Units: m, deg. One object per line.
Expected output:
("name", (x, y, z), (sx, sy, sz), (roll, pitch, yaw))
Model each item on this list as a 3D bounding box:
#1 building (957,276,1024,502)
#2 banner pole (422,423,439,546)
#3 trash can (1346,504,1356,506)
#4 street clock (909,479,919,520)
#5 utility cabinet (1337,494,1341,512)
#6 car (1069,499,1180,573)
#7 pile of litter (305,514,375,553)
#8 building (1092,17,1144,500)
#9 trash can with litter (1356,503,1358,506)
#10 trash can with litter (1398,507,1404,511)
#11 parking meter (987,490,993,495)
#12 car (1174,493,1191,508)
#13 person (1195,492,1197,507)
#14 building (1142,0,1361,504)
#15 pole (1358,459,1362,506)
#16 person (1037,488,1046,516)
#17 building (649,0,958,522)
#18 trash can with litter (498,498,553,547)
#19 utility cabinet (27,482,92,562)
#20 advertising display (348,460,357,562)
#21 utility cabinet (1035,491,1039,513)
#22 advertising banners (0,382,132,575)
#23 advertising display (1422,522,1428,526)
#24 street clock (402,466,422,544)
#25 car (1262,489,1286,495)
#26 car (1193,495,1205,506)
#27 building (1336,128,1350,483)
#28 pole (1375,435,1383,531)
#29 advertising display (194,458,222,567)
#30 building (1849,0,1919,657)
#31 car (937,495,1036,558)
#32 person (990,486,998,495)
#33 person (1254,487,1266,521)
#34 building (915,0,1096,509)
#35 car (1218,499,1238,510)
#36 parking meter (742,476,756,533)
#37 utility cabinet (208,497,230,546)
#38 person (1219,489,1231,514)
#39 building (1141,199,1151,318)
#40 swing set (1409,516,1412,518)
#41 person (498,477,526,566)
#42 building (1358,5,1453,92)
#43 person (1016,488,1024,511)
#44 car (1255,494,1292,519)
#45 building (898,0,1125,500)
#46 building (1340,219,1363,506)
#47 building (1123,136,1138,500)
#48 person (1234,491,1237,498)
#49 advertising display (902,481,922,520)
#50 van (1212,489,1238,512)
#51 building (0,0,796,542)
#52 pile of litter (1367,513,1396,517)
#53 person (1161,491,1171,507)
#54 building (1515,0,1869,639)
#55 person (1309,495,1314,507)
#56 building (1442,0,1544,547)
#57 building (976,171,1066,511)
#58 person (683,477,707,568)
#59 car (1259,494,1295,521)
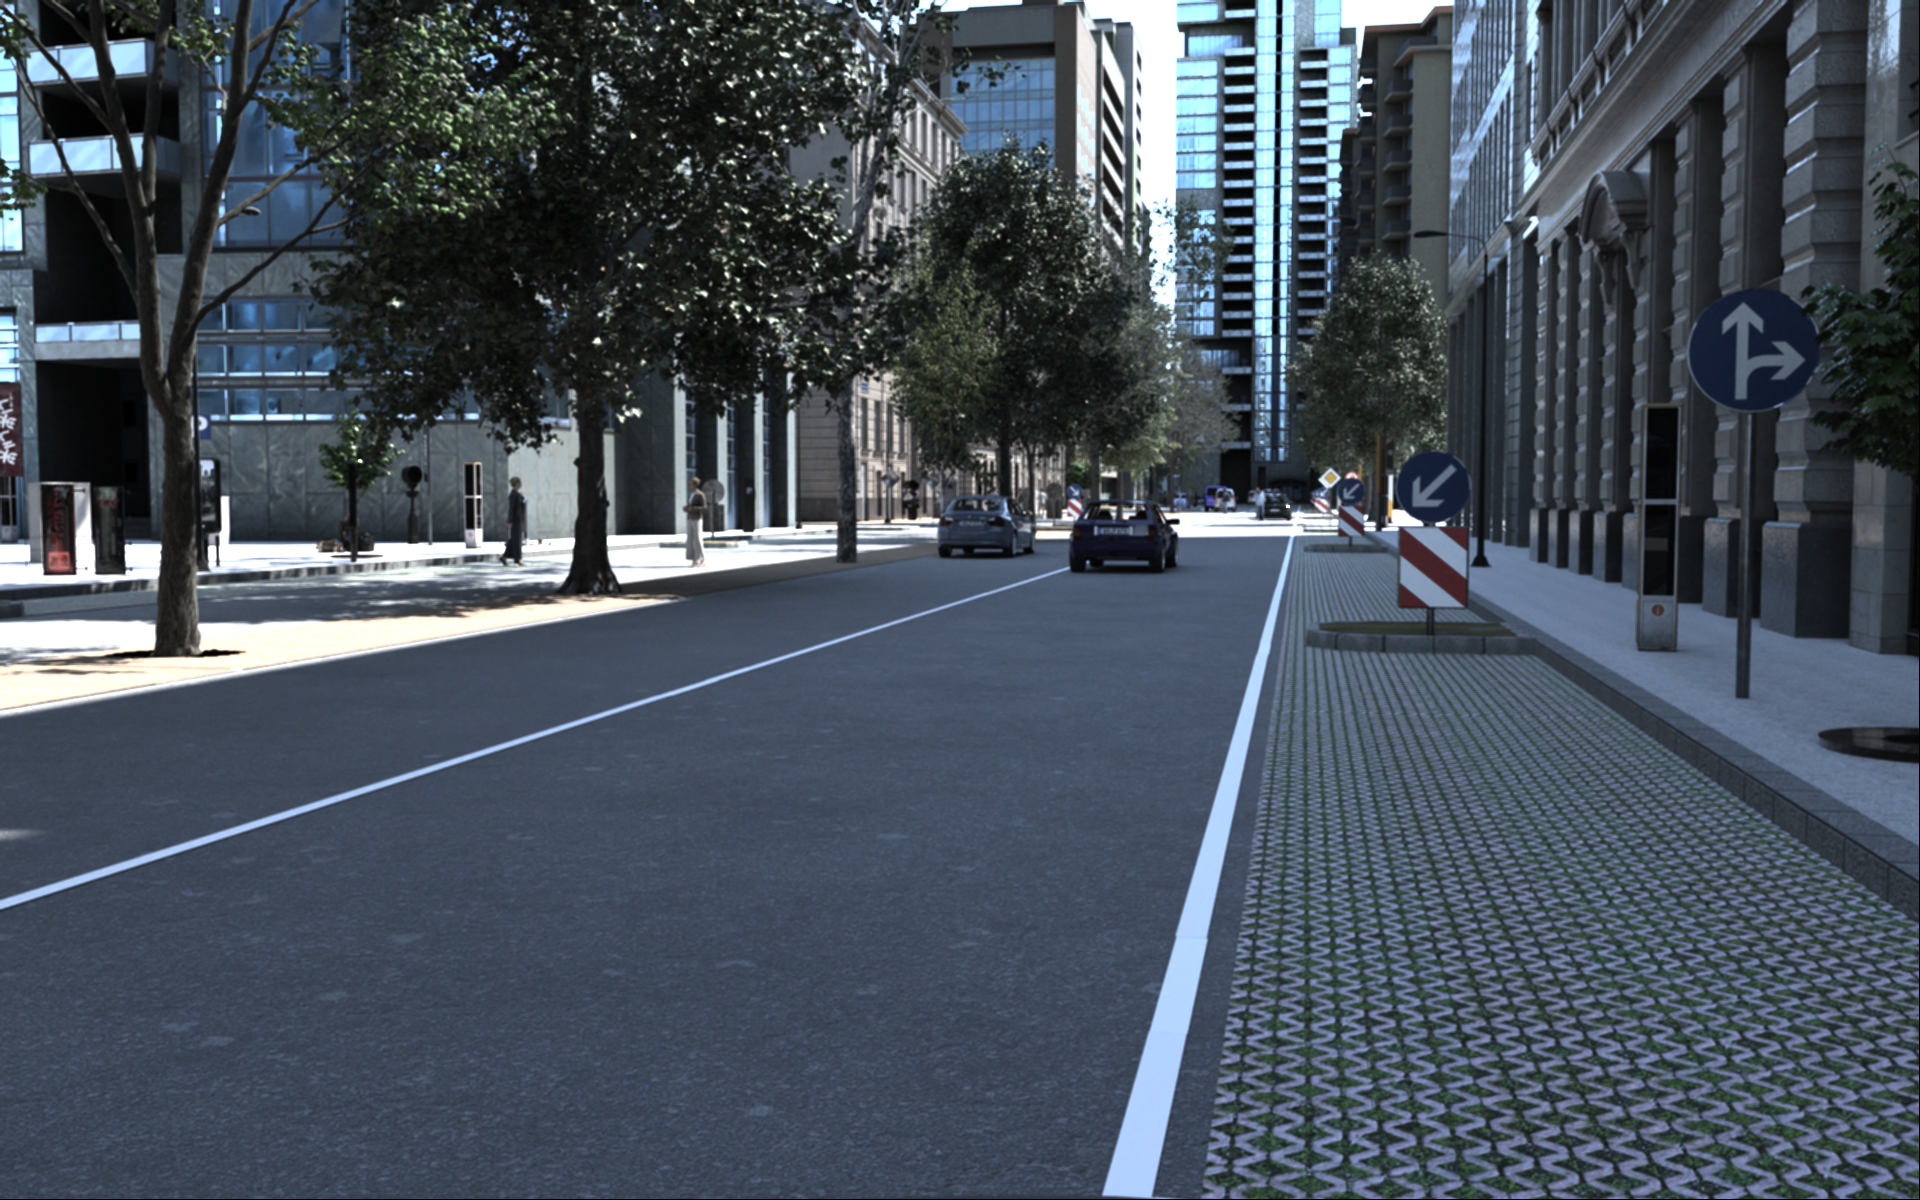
("building", (-2.016, -15.138, 112.142), (10.561, 19.102, 19.286), (1, 4, 11))
("banner pole", (-13.252, -3.245, 43.071), (0.401, 3.779, 0.863), (-2, 4, -28))
("trash can", (25.581, -6.220, 113.354), (0.748, 1.137, 0.748), (0, 3, 0))
("street clock", (-2.235, -4.873, 84.242), (0.471, 2.002, 0.358), (-1, 4, -20))
("utility cabinet", (26.909, -6.992, 123.005), (0.318, 1.500, 1.173), (1, 4, 12))
("car", (3.159, -1.246, 32.953), (1.945, 1.354, 3.894), (1, 4, 12))
("pile of litter", (-13.678, -1.484, 38.227), (1.719, 0.858, 1.176), (-3, 5, -44))
("building", (8.164, -41.207, 215.740), (28.212, 58.520, 21.231), (1, 4, 11))
("trash can with litter", (30.325, -7.426, 132.474), (1.678, 1.210, 2.233), (-1, 4, -13))
("trash can with litter", (33.962, -7.394, 132.282), (1.055, 1.170, 0.624), (3, 4, 38))
("parking meter", (1.764, -5.580, 99.651), (0.372, 1.533, 0.369), (0, 3, 0))
("car", (23.233, -10.519, 181.569), (1.945, 1.707, 3.694), (1, 4, 12))
("person", (26.748, -11.401, 195.625), (0.721, 1.735, 1.217), (1, 4, 11))
("building", (41.932, -56.725, 240.121), (31.000, 86.520, 22.319), (1, 4, 11))
("pole", (22.777, -6.412, 98.673), (0.158, 3.312, 0.155), (0, 3, 0))
("person", (5.003, -6.013, 107.008), (0.606, 1.804, 0.583), (-3, 4, -36))
("building", (-7.922, -17.933, 90.473), (12.463, 27.353, 25.104), (1, 4, 11))
("trash can with litter", (-10.692, -1.968, 43.233), (1.678, 1.210, 2.233), (1, 4, 11))
("utility cabinet", (-16.937, -1.462, 32.586), (0.318, 1.500, 1.173), (1, 4, 19))
("advertising display", (-11.535, -1.693, 32.897), (0.123, 1.923, 0.974), (-1, 4, -19))
("utility cabinet", (5.002, -6.719, 118.529), (0.318, 1.500, 1.173), (2, 4, 33))
("advertising banners", (-14.203, -1.903, 27.298), (2.074, 3.025, 0.090), (-1, 4, -9))
("advertising display", (11.068, -2.192, 41.057), (0.123, 1.923, 0.974), (1, 4, 22))
("street clock", (-13.955, -2.421, 44.147), (0.358, 2.002, 0.471), (3, 4, 36))
("car", (24.664, -7.855, 137.101), (2.281, 1.827, 5.304), (1, 4, 12))
("car", (28.256, -11.654, 203.116), (1.945, 1.354, 3.894), (1, 4, 12))
("building", (55.398, -33.529, 202.824), (22.147, 44.769, 28.867), (1, 4, 11))
("pole", (14.391, -4.012, 59.443), (0.158, 3.312, 0.155), (0, 3, 0))
("advertising display", (-13.555, -1.564, 30.782), (0.974, 1.923, 0.123), (1, 4, 20))
("building", (10.986, -9.178, 4.805), (10.420, 20.320, 16.860), (1, 4, 11))
("car", (0.641, -1.742, 40.492), (2.014, 1.417, 4.499), (1, 4, 11))
("person", (1.698, -4.487, 82.060), (0.606, 1.804, 0.583), (3, 5, 44))
("person", (15.689, -5.001, 90.534), (0.793, 1.790, 0.793), (-2, 4, -25))
("building", (4.646, -31.077, 158.227), (14.600, 45.320, 14.200), (1, 4, 11))
("car", (23.927, -8.906, 155.392), (2.009, 1.686, 4.222), (1, 4, 11))
("parking meter", (-7.006, -3.168, 57.505), (0.399, 1.863, 0.255), (-1, 4, -19))
("utility cabinet", (-18.431, -1.949, 43.031), (0.306, 1.237, 1.020), (-1, 4, -10))
("person", (18.882, -7.041, 123.598), (0.794, 1.824, 0.713), (-2, 4, -35))
("building", (19.018, -34.143, 241.831), (14.086, 41.232, 14.154), (1, 4, 11))
("swing set", (25.822, -5.902, 94.123), (3.119, 2.851, 2.862), (1, 4, 12))
("person", (-8.868, -1.557, 34.383), (0.534, 1.772, 0.576), (-2, 4, -31))
("building", (47.860, -30.899, 159.824), (22.147, 44.769, 28.867), (1, 4, 11))
("person", (3.092, -4.964, 90.218), (0.362, 1.759, 0.519), (-2, 4, -26))
("car", (18.229, -5.452, 100.946), (2.131, 1.459, 4.920), (1, 4, 12))
("building", (4.986, -33.831, 176.845), (21.300, 48.544, 21.600), (1, 4, 11))
("building", (47.252, -25.110, 182.242), (14.160, 30.474, 14.107), (1, 4, 11))
("building", (12.080, -31.207, 193.823), (14.154, 41.232, 14.086), (1, 4, 11))
("person", (33.181, -12.208, 208.552), (0.568, 1.767, 0.683), (0, 4, -3))
("advertising display", (-2.359, -4.861, 84.693), (0.974, 1.923, 0.123), (1, 4, 8))
("van", (21.000, -7.963, 137.198), (2.013, 2.044, 4.112), (1, 4, 10))
("building", (-23.697, -45.468, 56.067), (31.000, 86.520, 22.319), (1, 4, 11))
("pile of litter", (24.010, -5.175, 98.568), (1.719, 0.858, 1.176), (0, 4, 3))
("person", (22.911, -11.237, 192.940), (1.217, 1.736, 0.721), (-1, 4, -20))
("building", (13.931, -11.864, 22.850), (11.050, 23.489, 19.941), (1, 4, 11))
("person", (37.226, -10.602, 182.369), (0.721, 1.766, 1.217), (-2, 4, -34))
("building", (20.073, -16.469, 46.753), (11.434, 29.767, 29.804), (1, 4, 11))
("building", (1.020, -20.622, 134.430), (12.463, 27.353, 25.104), (1, 4, 11))
("person", (-5.219, -1.518, 33.877), (0.519, 1.759, 0.362), (3, 5, 43))
("car", (17.251, -5.189, 94.621), (2.009, 1.686, 4.222), (1, 4, 12))
